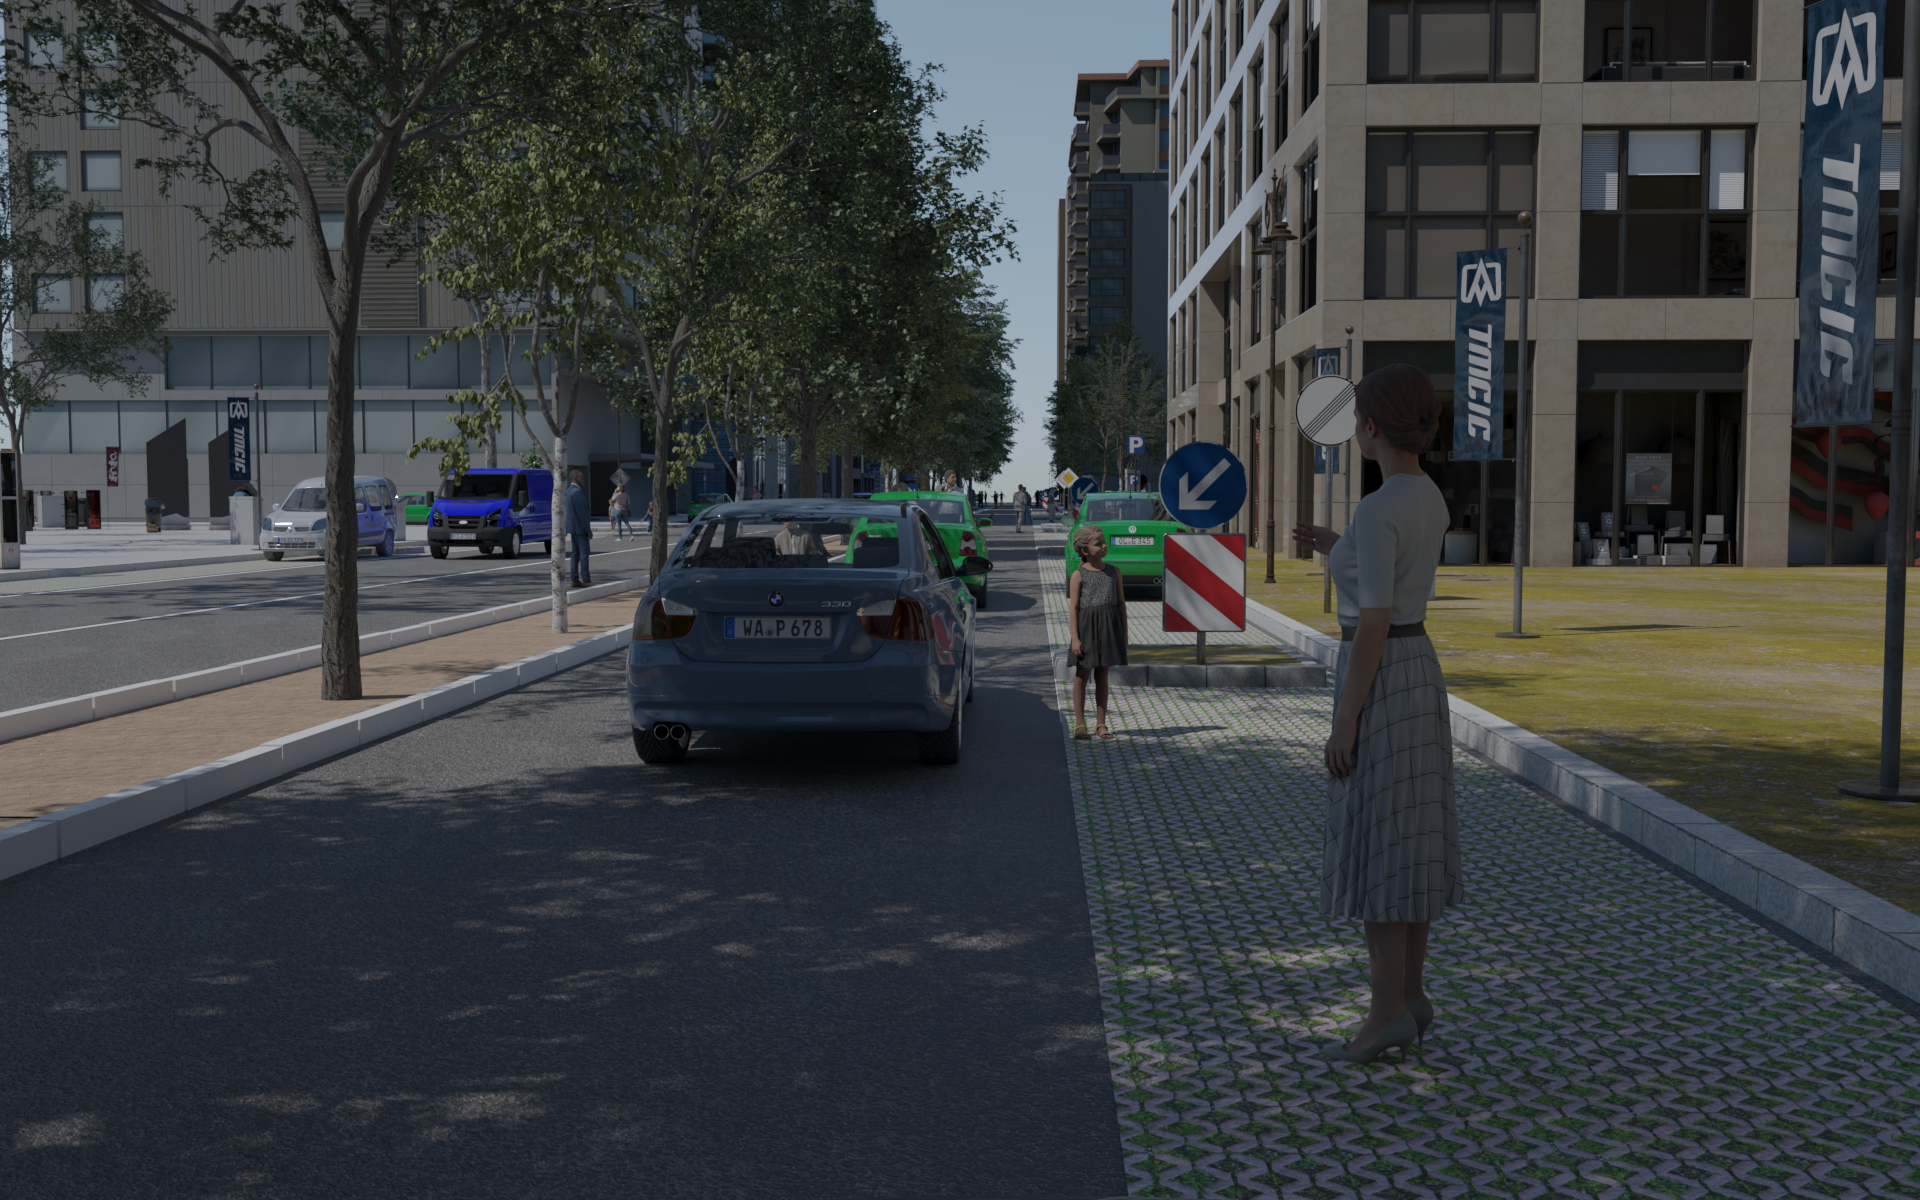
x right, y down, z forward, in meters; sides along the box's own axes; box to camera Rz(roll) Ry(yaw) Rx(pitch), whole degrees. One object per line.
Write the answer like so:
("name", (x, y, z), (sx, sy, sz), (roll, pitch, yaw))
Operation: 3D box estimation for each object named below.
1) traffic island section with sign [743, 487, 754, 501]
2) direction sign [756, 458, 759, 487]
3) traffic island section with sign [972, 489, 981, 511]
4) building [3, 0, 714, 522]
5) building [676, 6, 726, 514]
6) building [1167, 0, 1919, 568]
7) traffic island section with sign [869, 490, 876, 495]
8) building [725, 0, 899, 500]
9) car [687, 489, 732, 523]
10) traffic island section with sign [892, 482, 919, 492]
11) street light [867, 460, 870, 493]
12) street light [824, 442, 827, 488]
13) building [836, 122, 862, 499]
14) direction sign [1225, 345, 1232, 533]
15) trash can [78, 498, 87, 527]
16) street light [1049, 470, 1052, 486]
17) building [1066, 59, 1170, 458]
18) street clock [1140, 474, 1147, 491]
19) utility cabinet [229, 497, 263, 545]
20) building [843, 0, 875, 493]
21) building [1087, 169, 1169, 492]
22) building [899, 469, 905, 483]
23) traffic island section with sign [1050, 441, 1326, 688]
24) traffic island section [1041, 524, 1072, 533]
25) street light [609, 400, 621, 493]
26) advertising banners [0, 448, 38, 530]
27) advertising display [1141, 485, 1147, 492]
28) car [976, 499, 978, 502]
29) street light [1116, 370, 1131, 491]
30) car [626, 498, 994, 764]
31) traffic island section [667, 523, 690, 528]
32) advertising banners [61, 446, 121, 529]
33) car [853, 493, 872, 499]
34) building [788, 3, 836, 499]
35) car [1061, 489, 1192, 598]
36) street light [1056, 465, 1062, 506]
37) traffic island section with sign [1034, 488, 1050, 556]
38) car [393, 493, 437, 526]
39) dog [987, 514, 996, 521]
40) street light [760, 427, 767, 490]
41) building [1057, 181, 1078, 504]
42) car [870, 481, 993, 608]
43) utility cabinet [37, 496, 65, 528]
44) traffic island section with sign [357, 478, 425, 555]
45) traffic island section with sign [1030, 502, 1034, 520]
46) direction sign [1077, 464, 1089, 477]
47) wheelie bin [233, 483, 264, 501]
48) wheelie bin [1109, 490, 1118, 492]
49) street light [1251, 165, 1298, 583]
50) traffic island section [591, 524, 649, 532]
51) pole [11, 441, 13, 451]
("traffic island section with sign", (-11.806, -5.370, 96.420), (1.989, 1.847, 2.006), (0, 4, 2))
("direction sign", (-12.827, -7.214, 109.951), (0.379, 3.537, 0.876), (0, 4, 2))
("traffic island section with sign", (0.948, -8.584, 148.491), (2.006, 1.907, 1.989), (0, 4, 2))
("building", (-28.563, -30.564, 88.967), (28.713, 52.752, 27.495), (0, 4, 2))
("building", (-23.877, -49.681, 124.958), (22.319, 86.520, 31.000), (0, 4, 2))
("building", (16.603, -14.788, 46.298), (19.350, 26.468, 34.151), (0, 4, 2))
("traffic island section with sign", (-8.743, -10.096, 173.691), (1.989, 1.847, 2.006), (0, 4, 2))
("building", (-19.642, -57.195, 247.813), (22.319, 86.520, 31.000), (0, 4, 2))
("car", (-12.030, -4.600, 84.002), (1.959, 1.807, 4.718), (0, 4, 2))
("traffic island section with sign", (-2.017, -3.992, 73.411), (2.006, 1.907, 1.989), (0, 4, 2))
("street light", (-10.159, -13.435, 192.448), (0.468, 5.910, 1.993), (0, 4, 2))
("street light", (-11.665, -10.894, 150.907), (0.468, 5.910, 1.993), (0, 4, 2))
("building", (-22.407, -34.562, 188.782), (21.300, 48.544, 21.600), (0, 4, 2))
("direction sign", (4.144, -2.129, 26.803), (0.379, 3.537, 0.876), (1, 4, 13))
("trash can", (-34.306, -3.426, 67.667), (0.748, 1.137, 0.748), (0, 3, 0))
("street light", (15.862, -20.479, 307.611), (0.468, 5.910, 1.993), (0, 4, 2))
("building", (22.731, -32.077, 179.076), (22.147, 44.769, 28.867), (0, 4, 2))
("street clock", (6.576, -3.586, 63.197), (0.471, 2.002, 0.358), (-1, 4, -17))
("utility cabinet", (-18.069, -2.001, 43.879), (1.020, 1.237, 0.306), (2, 4, 34))
("building", (-20.989, -47.177, 209.596), (20.563, 71.187, 20.611), (0, 4, 2))
("building", (18.596, -23.635, 158.130), (14.160, 30.474, 14.107), (0, 4, 2))
("building", (-21.168, -26.626, 280.366), (27.650, 21.520, 28.899), (0, 4, 2))
("traffic island section with sign", (1.741, -0.311, 13.713), (1.989, 1.847, 2.006), (0, 4, 2))
("traffic island section", (4.122, -2.644, 65.517), (2.009, 0.180, 2.903), (0, 4, 2))
("street light", (-14.644, -6.213, 74.363), (0.468, 5.910, 1.993), (0, 4, 2))
("advertising banners", (-36.065, -4.332, 67.014), (0.090, 3.025, 2.074), (2, 4, 30))
("advertising display", (12.555, -6.996, 119.590), (0.123, 1.923, 0.974), (-2, 4, -33))
("car", (2.597, -16.408, 280.072), (2.131, 1.459, 4.920), (0, 4, 1))
("street light", (6.111, -5.637, 64.960), (0.468, 5.910, 1.993), (0, 4, 2))
("car", (-0.811, 0.092, 10.503), (2.014, 1.417, 4.499), (0, 4, 2))
("traffic island section", (-12.690, -3.174, 74.177), (2.009, 0.180, 2.903), (0, 4, 2))
("advertising banners", (-31.713, -4.104, 63.284), (2.074, 3.025, 0.090), (-3, 5, -42))
("car", (-5.069, -4.801, 88.091), (1.945, 1.707, 3.694), (0, 4, 1))
("building", (-23.777, -37.989, 163.120), (21.231, 58.520, 28.212), (0, 4, 2))
("car", (2.422, -0.988, 24.947), (1.959, 1.807, 4.718), (0, 4, 4))
("street light", (12.558, -15.351, 223.770), (0.468, 5.910, 1.993), (0, 4, 2))
("traffic island section with sign", (2.819, -1.970, 40.844), (1.989, 1.847, 2.006), (0, 4, 2))
("car", (-22.076, -3.716, 69.550), (4.718, 1.807, 1.959), (0, 4, 3))
("dog", (1.695, -4.428, 92.587), (0.550, 0.427, 0.748), (1, 4, 8))
("street light", (-13.047, -8.656, 114.313), (0.468, 5.910, 1.993), (0, 4, 2))
("building", (21.293, -36.981, 254.750), (14.600, 45.320, 14.200), (0, 4, 2))
("car", (-0.529, -0.876, 23.117), (1.959, 1.807, 4.718), (0, 4, 0))
("utility cabinet", (-34.723, -3.367, 66.212), (0.306, 1.237, 1.020), (2, 4, 24))
("traffic island section with sign", (-13.987, -2.012, 41.517), (1.989, 1.847, 2.006), (0, 4, 2))
("traffic island section with sign", (4.996, -5.320, 95.617), (1.989, 1.847, 2.006), (0, 4, 2))
("direction sign", (9.161, -8.398, 129.298), (0.876, 3.537, 0.379), (0, 4, -2))
("wheelie bin", (-20.437, -2.558, 49.725), (0.693, 1.594, 0.980), (0, 4, -6))
("wheelie bin", (11.546, -7.515, 130.772), (0.980, 1.594, 0.693), (1, 4, 21))
("street light", (4.467, -3.179, 24.759), (0.468, 5.910, 1.993), (0, 4, 2))
("traffic island section", (-13.006, -2.686, 66.198), (2.009, 0.180, 2.903), (0, 4, 2))
("pole", (-32.806, -4.058, 60.191), (0.158, 3.312, 0.155), (0, 3, 0))
